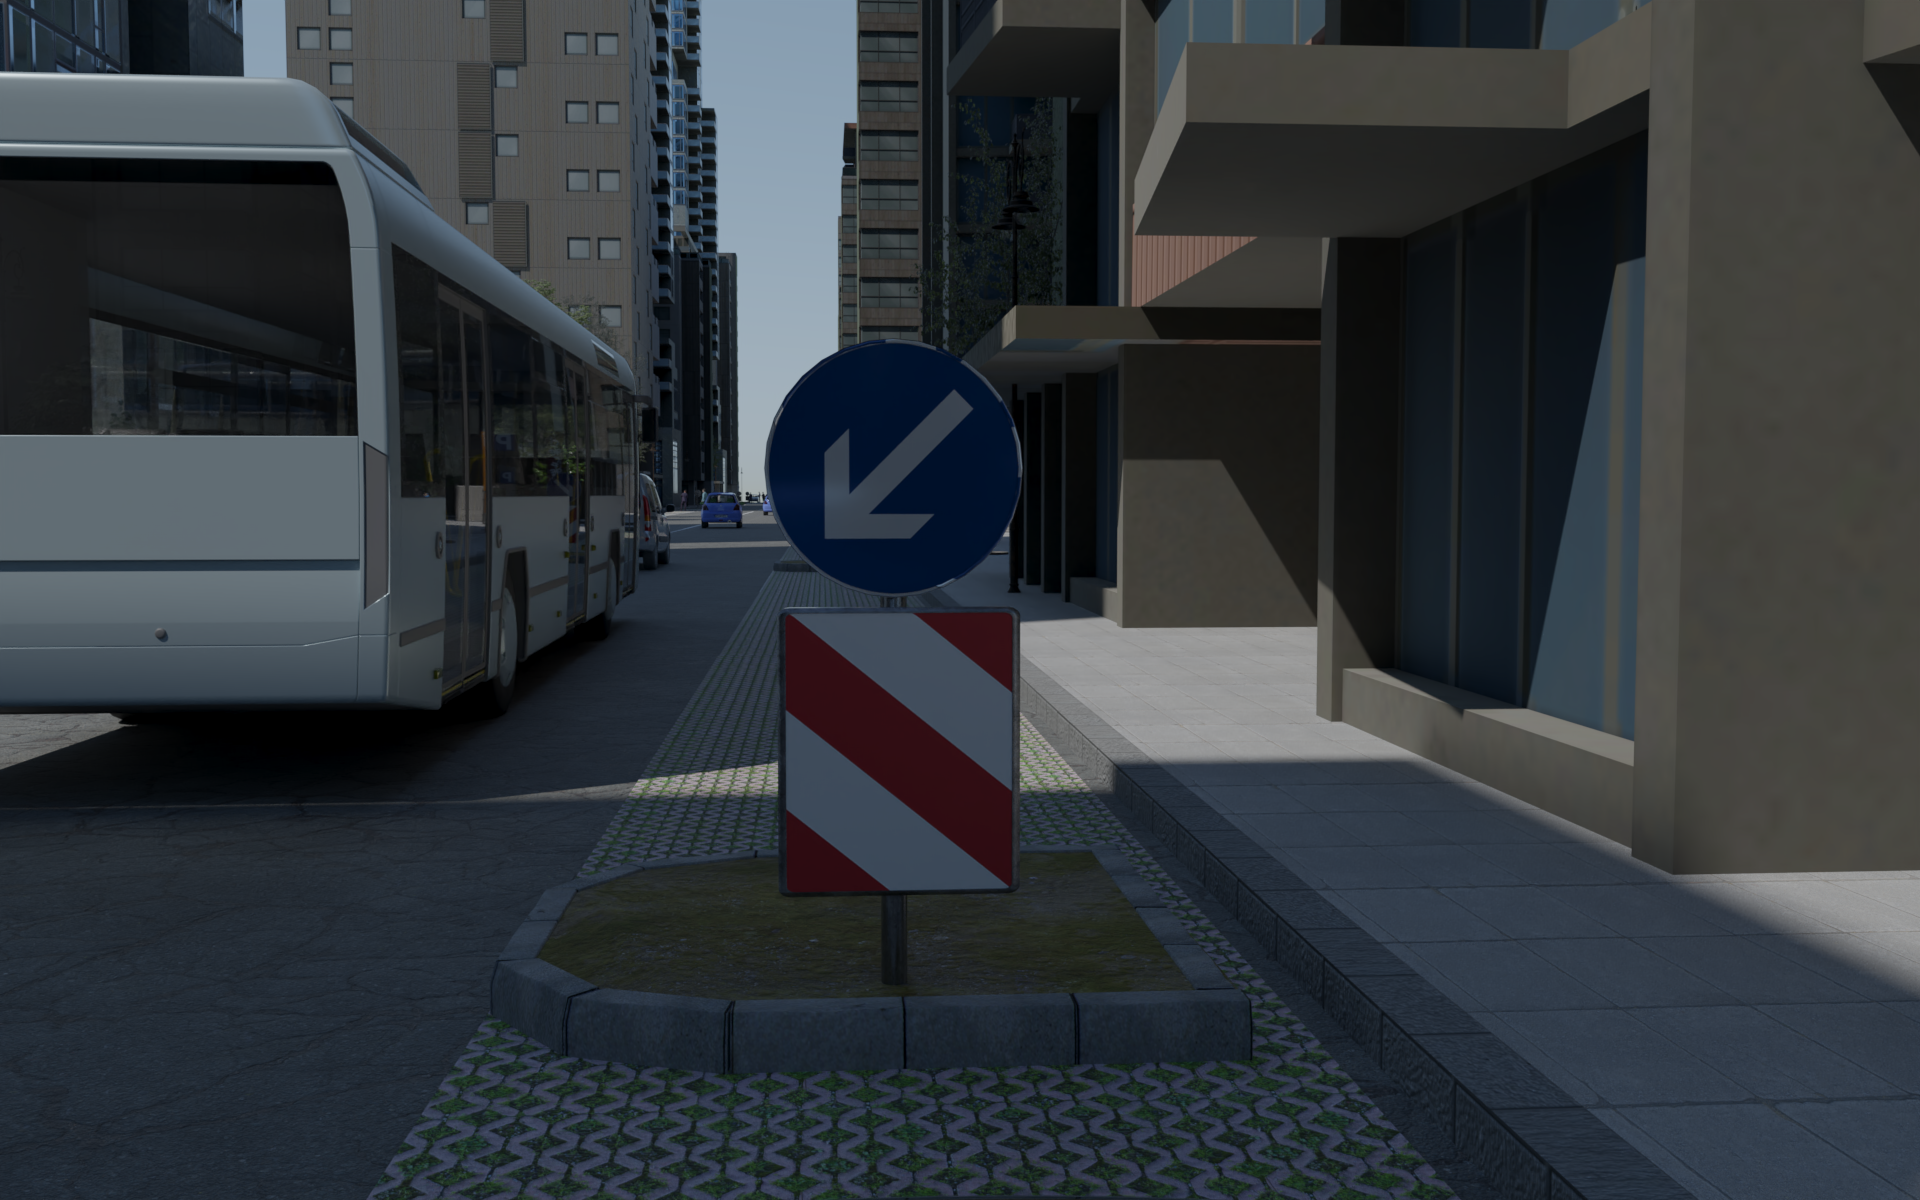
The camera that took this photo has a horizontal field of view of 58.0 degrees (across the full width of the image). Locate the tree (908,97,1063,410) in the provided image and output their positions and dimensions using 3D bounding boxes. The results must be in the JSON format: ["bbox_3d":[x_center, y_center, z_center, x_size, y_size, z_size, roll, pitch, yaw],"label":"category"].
[{"bbox_3d":[0.961,-4.970,31.620,4.360,8.622,3.978,0,3,0],"label":"tree"}]

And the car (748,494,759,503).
[{"bbox_3d":[-34.616,-17.029,290.428,2.014,1.417,4.499,0,4,-5],"label":"car"}]

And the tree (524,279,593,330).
[{"bbox_3d":[-22.456,-10.645,92.165,7.486,12.596,7.792,0,3,0],"label":"tree"}]

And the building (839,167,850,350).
[{"bbox_3d":[-3.673,-23.519,156.239,14.160,30.474,14.107,0,4,-5],"label":"building"}]

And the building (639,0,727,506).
[{"bbox_3d":[-46.356,-57.976,260.585,22.319,86.520,31.000,0,4,-5],"label":"building"}]

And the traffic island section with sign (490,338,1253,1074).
[{"bbox_3d":[-0.331,0.209,5.213,1.989,1.847,2.006,0,4,-5],"label":"traffic island section with sign"}]

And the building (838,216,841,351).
[{"bbox_3d":[-11.010,-35.045,256.571,14.154,41.232,14.086,0,4,-5],"label":"building"}]

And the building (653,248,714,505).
[{"bbox_3d":[-36.642,-26.454,204.216,14.160,30.474,14.107,0,4,-5],"label":"building"}]

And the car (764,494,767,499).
[{"bbox_3d":[-29.018,-15.632,264.627,2.155,1.783,4.494,0,4,-5],"label":"car"}]

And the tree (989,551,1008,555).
[{"bbox_3d":[0.647,-2.586,36.879,1.663,3.219,1.824,0,3,0],"label":"tree"}]

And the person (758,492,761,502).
[{"bbox_3d":[-34.476,-17.637,296.731,0.599,1.838,0.709,1,4,10],"label":"person"}]

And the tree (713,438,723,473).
[{"bbox_3d":[-31.513,-16.256,216.152,4.737,8.622,4.395,0,3,0],"label":"tree"}]

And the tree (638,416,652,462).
[{"bbox_3d":[-24.295,-10.678,124.948,4.360,8.622,3.978,0,3,0],"label":"tree"}]

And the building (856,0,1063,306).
[{"bbox_3d":[1.206,-19.919,97.381,14.160,30.474,14.107,0,4,-5],"label":"building"}]

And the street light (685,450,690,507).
[{"bbox_3d":[-27.860,-12.479,176.820,0.468,5.910,1.993,0,4,-5],"label":"street light"}]

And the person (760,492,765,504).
[{"bbox_3d":[-29.615,-15.311,259.366,0.750,1.759,0.617,-2,4,-32],"label":"person"}]

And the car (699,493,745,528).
[{"bbox_3d":[-10.125,-3.922,73.723,1.945,1.707,3.694,0,4,-6],"label":"car"}]

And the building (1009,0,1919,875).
[{"bbox_3d":[11.332,-21.950,13.501,22.147,44.769,28.867,0,4,-5],"label":"building"}]

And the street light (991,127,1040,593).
[{"bbox_3d":[0.705,-3.032,22.357,0.468,5.910,1.993,0,4,-5],"label":"street light"}]

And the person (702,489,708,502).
[{"bbox_3d":[-18.566,-7.207,126.352,0.620,1.820,0.660,1,4,16],"label":"person"}]

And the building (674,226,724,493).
[{"bbox_3d":[-48.509,-33.149,233.863,32.217,40.220,23.993,0,4,-5],"label":"building"}]

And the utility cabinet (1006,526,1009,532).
[{"bbox_3d":[1.528,-3.008,57.857,1.173,1.500,0.318,1,4,20],"label":"utility cabinet"}]

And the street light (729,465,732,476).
[{"bbox_3d":[-34.418,-17.574,260.129,0.468,5.910,1.993,0,4,-5],"label":"street light"}]

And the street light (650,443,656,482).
[{"bbox_3d":[-24.990,-10.304,141.264,0.468,5.910,1.993,0,4,-5],"label":"street light"}]

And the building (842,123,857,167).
[{"bbox_3d":[-2.694,-33.525,202.754,22.147,44.769,28.867,0,4,-5],"label":"building"}]

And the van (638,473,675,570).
[{"bbox_3d":[-6.681,-1.660,34.145,2.013,2.044,4.112,0,4,-4],"label":"van"}]

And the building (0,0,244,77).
[{"bbox_3d":[-33.342,-44.801,45.166,31.000,86.520,22.319,0,4,-5],"label":"building"}]

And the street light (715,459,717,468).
[{"bbox_3d":[-31.695,-15.416,224.838,0.468,5.910,1.993,0,4,-5],"label":"street light"}]

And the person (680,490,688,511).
[{"bbox_3d":[-23.016,-8.281,144.343,0.683,1.767,0.568,-1,4,-14],"label":"person"}]

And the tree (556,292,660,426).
[{"bbox_3d":[-23.284,-11.869,104.435,12.009,13.543,11.850,0,3,0],"label":"tree"}]

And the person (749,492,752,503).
[{"bbox_3d":[-32.389,-15.824,268.146,0.541,1.710,0.530,0,4,-2],"label":"person"}]

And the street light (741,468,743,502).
[{"bbox_3d":[-37.235,-19.746,295.626,0.468,5.910,1.993,0,4,-5],"label":"street light"}]

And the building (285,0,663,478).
[{"bbox_3d":[-40.931,-34.379,151.331,28.713,52.752,27.495,0,4,-5],"label":"building"}]

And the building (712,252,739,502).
[{"bbox_3d":[-43.854,-36.772,284.819,14.154,41.232,14.086,0,4,-5],"label":"building"}]

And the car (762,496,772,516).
[{"bbox_3d":[-12.386,-6.564,116.907,1.945,1.707,3.694,0,4,-4],"label":"car"}]

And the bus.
[{"bbox_3d":[-4.437,-1.183,14.199,2.948,3.499,13.247,0,4,-5],"label":"bus"}]
